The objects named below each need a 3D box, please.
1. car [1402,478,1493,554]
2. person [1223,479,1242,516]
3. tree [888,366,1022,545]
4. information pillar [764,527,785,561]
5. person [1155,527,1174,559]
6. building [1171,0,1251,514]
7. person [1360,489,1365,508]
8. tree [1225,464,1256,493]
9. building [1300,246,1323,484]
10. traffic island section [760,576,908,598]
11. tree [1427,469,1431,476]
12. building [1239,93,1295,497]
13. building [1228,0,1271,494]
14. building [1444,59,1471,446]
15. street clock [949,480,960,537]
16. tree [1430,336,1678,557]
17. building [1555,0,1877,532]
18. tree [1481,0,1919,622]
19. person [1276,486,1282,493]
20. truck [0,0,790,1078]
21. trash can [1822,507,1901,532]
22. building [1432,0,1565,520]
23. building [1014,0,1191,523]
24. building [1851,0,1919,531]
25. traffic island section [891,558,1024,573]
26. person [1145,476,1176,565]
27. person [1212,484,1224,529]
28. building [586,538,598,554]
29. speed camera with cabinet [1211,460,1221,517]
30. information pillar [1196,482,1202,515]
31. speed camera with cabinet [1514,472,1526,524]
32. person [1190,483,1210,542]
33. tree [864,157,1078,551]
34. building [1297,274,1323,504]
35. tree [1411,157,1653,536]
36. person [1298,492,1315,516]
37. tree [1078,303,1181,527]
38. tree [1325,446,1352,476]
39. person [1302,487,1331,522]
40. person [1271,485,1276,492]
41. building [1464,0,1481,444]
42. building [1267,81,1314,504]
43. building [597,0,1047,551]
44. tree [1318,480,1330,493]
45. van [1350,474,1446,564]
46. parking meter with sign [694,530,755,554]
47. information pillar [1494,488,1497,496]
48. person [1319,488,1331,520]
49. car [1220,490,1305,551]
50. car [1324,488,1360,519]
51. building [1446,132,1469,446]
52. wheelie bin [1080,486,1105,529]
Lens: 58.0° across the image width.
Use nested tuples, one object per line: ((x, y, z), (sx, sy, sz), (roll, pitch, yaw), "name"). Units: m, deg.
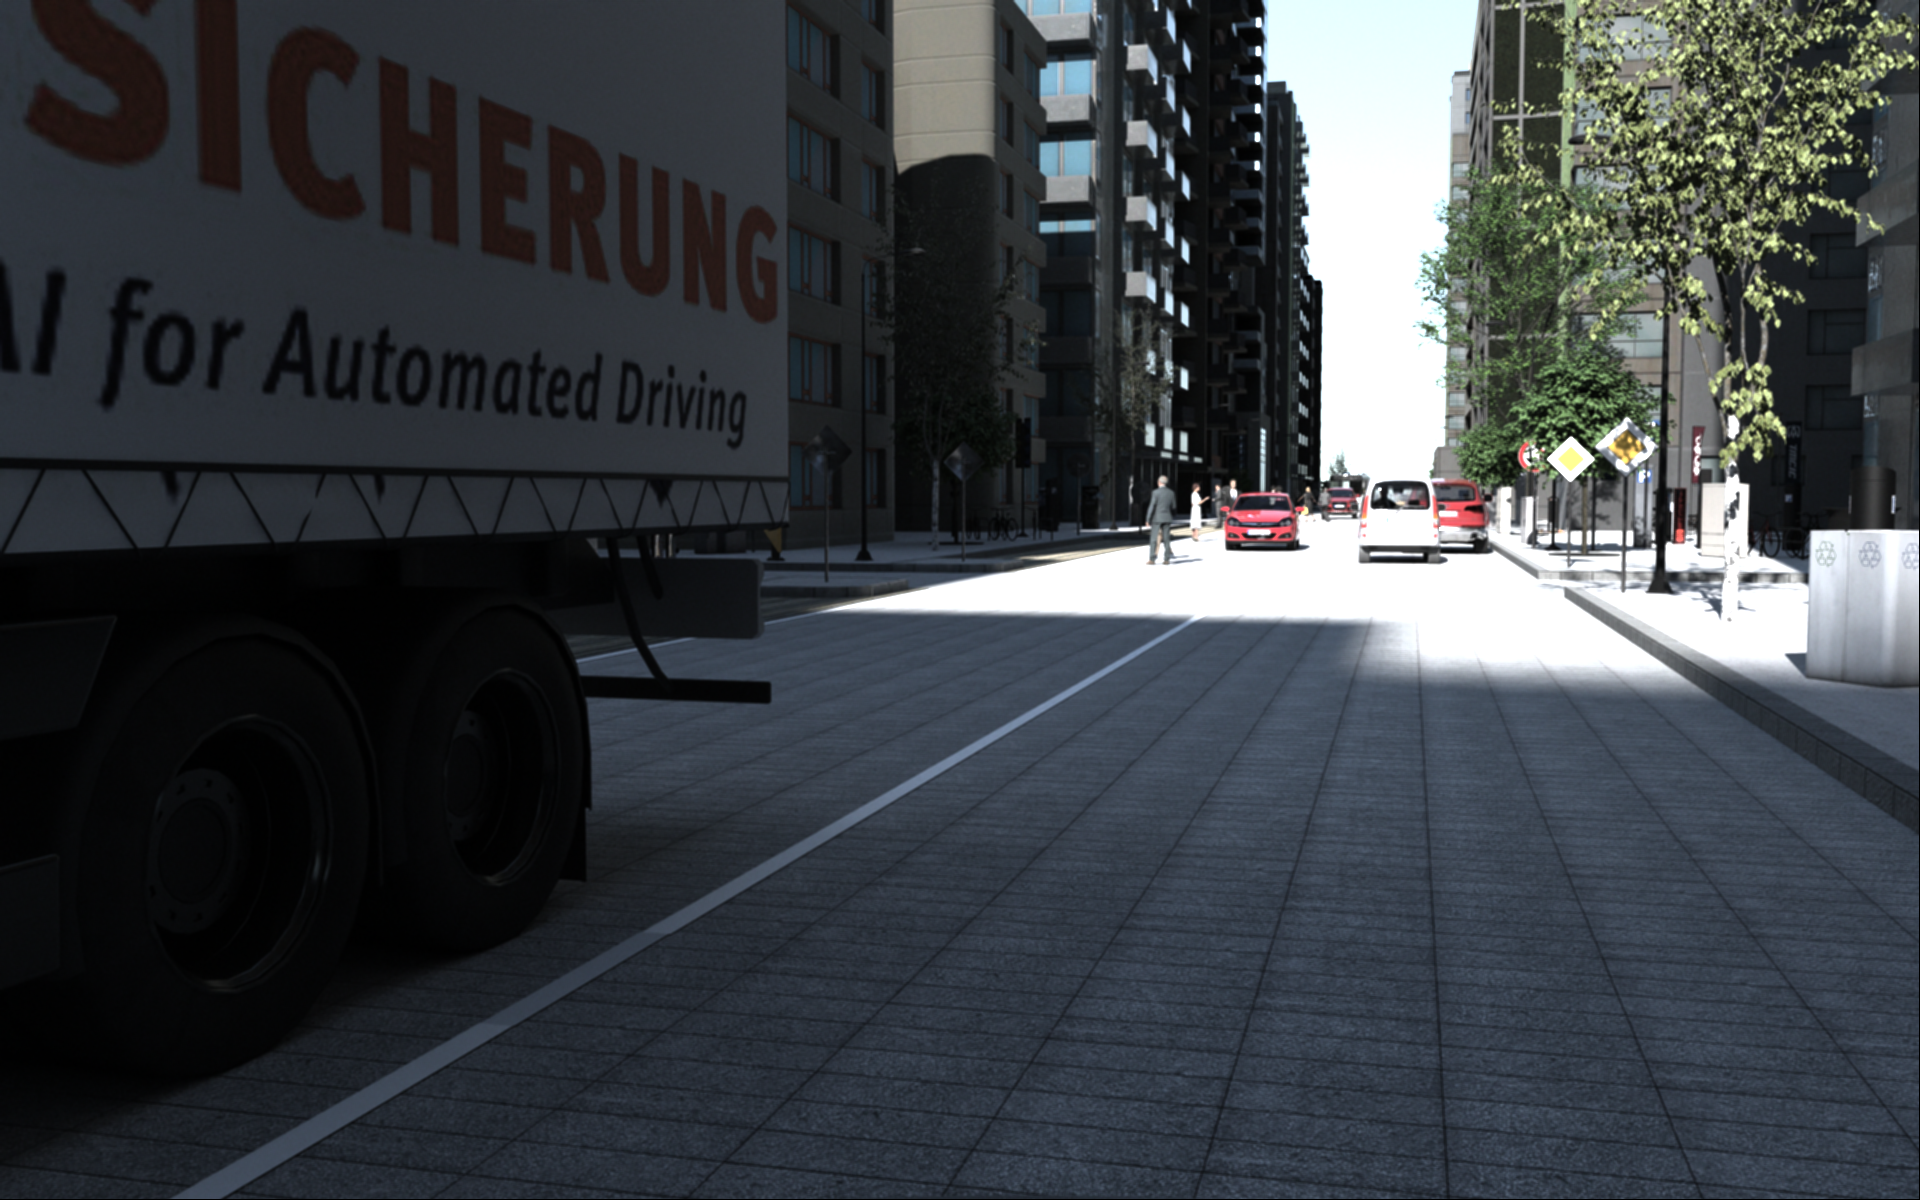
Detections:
((12.077, -2.106, 43.112), (2.281, 1.827, 5.304), (1, 4, 16), "car")
((7.710, -2.465, 48.576), (0.659, 1.850, 0.755), (0, 4, 5), "person")
((-0.135, -3.714, 44.435), (4.285, 4.588, 4.351), (0, 3, 0), "tree")
((-3.595, -2.561, 33.220), (0.183, 3.616, 0.504), (-3, 5, -42), "information pillar")
((4.478, -1.549, 38.104), (0.640, 1.303, 0.475), (-3, 5, -39), "person")
((8.681, -28.652, 123.090), (22.147, 44.769, 28.867), (1, 4, 15), "building")
((21.202, -4.961, 90.610), (0.512, 1.701, 0.522), (1, 4, 18), "person")
((18.962, -7.392, 115.462), (1.663, 3.219, 1.824), (0, 3, 0), "tree")
((36.447, -33.924, 246.544), (32.217, 40.220, 23.993), (1, 4, 15), "building")
((-1.964, -0.180, 25.226), (2.009, 0.180, 2.903), (1, 4, 15), "traffic island section")
((21.861, -5.360, 71.355), (4.285, 4.588, 4.351), (0, 3, 0), "tree")
((25.685, -29.954, 173.345), (14.154, 41.232, 14.086), (1, 4, 15), "building")
((16.502, -51.253, 150.658), (22.319, 86.520, 31.000), (1, 4, 15), "building")
((78.249, -42.675, 239.729), (21.231, 58.520, 28.212), (1, 4, 15), "building")
((-0.153, -2.894, 51.890), (0.358, 2.002, 0.471), (0, 4, -6), "street clock")
((13.026, -3.210, 36.203), (4.285, 4.588, 4.351), (0, 3, 0), "tree")
((29.653, -23.269, 64.040), (14.154, 41.232, 14.086), (1, 4, 15), "building")
((7.493, -4.083, 17.112), (4.737, 8.622, 4.395), (0, 3, 0), "tree")
((11.326, -3.162, 61.042), (0.643, 1.720, 0.563), (3, 4, 38), "person")
((-3.465, -0.835, 2.559), (2.839, 4.237, 11.283), (1, 4, 16), "truck")
((9.513, -0.408, 18.320), (0.748, 1.137, 0.748), (0, 3, 0), "trash can")
((35.243, -39.729, 87.816), (20.563, 71.187, 20.611), (1, 4, 15), "building")
((-0.058, -28.802, 90.520), (23.786, 49.044, 30.456), (1, 4, 15), "building")
((35.661, -25.432, 35.422), (30.456, 49.044, 23.786), (1, 4, 15), "building")
((0.043, -0.653, 32.956), (2.009, 0.180, 2.903), (1, 4, 15), "traffic island section")
((4.041, -1.619, 35.146), (0.661, 1.801, 0.590), (-2, 4, -24), "person")
((10.656, -3.875, 71.658), (0.447, 1.846, 0.655), (1, 4, 18), "person")
((-14.714, -10.210, 21.688), (16.860, 20.320, 10.420), (1, 4, 15), "building")
((14.778, -6.451, 99.817), (0.660, 3.252, 2.038), (1, 4, 8), "speed camera with cabinet")
((14.390, -6.120, 104.558), (0.304, 2.012, 0.304), (3, 5, 40), "information pillar")
((24.069, -4.876, 74.059), (0.660, 3.252, 2.038), (1, 4, 20), "speed camera with cabinet")
((7.199, -2.635, 52.146), (0.524, 1.755, 0.480), (-1, 4, -16), "person")
((-0.368, -5.423, 39.036), (4.360, 8.622, 3.978), (0, 3, 0), "tree")
((39.808, -27.806, 226.328), (14.160, 30.474, 14.107), (1, 4, 15), "building")
((17.706, -7.839, 53.928), (9.928, 11.665, 9.643), (0, 3, 0), "tree")
((22.921, -6.478, 114.425), (0.705, 1.824, 1.348), (-3, 5, -44), "person")
((6.388, -7.116, 66.704), (4.360, 8.622, 3.978), (0, 3, 0), "tree")
((56.530, -18.858, 258.693), (4.737, 8.622, 4.395), (0, 3, 0), "tree")
((18.150, -4.865, 88.260), (1.509, 1.804, 0.699), (0, 4, -1), "person")
((13.516, -4.019, 74.389), (0.511, 1.800, 0.466), (3, 5, 42), "person")
((58.433, -32.833, 160.528), (21.300, 48.544, 21.600), (1, 4, 15), "building")
((29.630, -35.829, 205.420), (23.786, 49.044, 30.456), (1, 4, 15), "building")
((-13.698, -12.905, 56.040), (27.650, 21.520, 28.899), (1, 4, 15), "building")
((48.443, -14.307, 228.523), (1.663, 3.219, 1.824), (0, 3, 0), "tree")
((9.353, -1.832, 36.967), (2.013, 2.044, 4.112), (1, 4, 13), "van")
((-5.027, -2.520, 37.460), (0.543, 3.016, 1.738), (2, 4, 34), "parking meter with sign")
((22.967, -5.084, 74.474), (0.183, 3.616, 0.504), (3, 5, 40), "information pillar")
((19.991, -5.260, 94.892), (0.661, 1.777, 0.834), (1, 4, 10), "person")
((7.913, -2.209, 45.149), (2.155, 1.783, 4.494), (1, 4, 13), "car")
((22.133, -5.640, 100.889), (2.281, 1.827, 5.304), (1, 4, 13), "car")
((62.803, -31.404, 197.046), (14.154, 41.232, 14.086), (1, 4, 15), "building")
((4.854, -3.432, 64.022), (0.980, 1.594, 0.693), (0, 4, 7), "wheelie bin")
